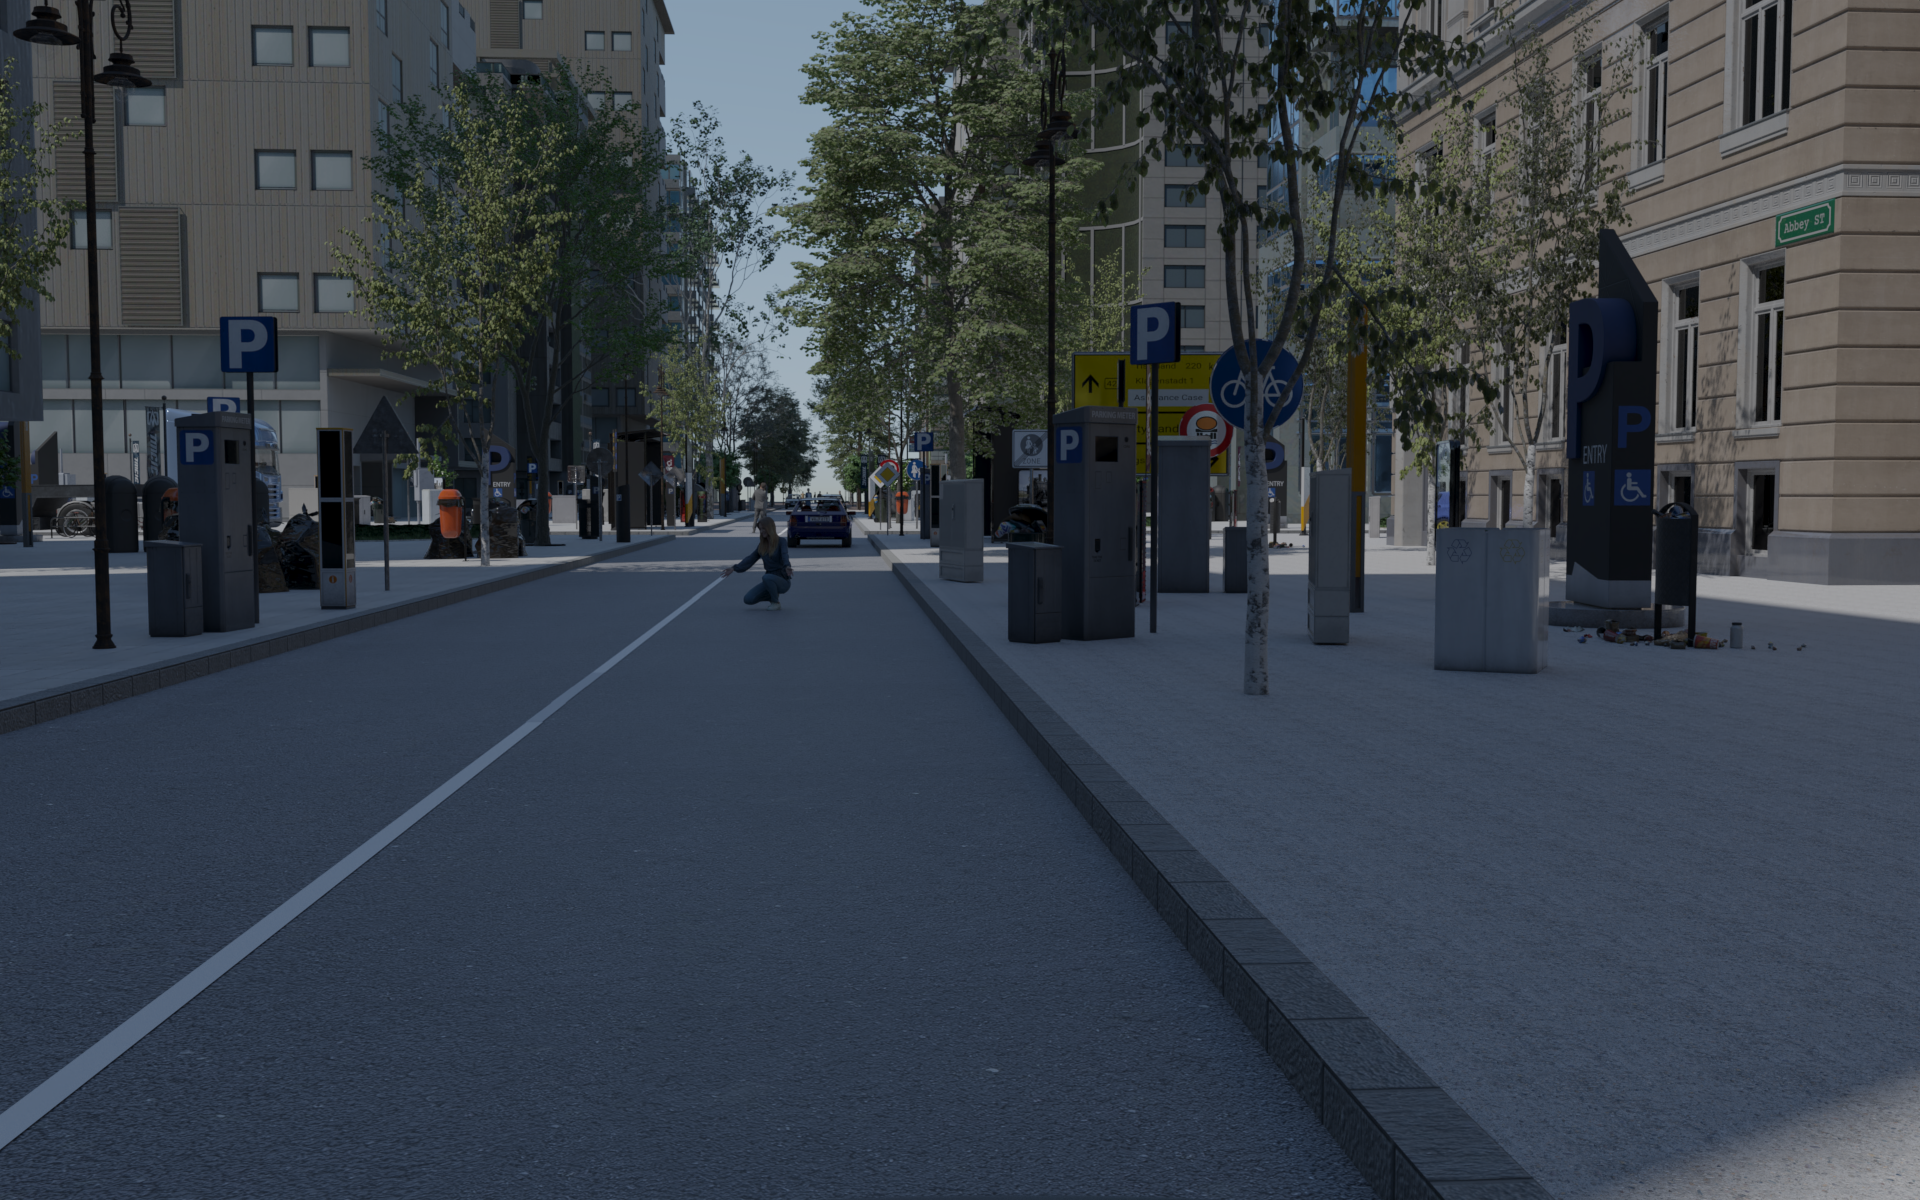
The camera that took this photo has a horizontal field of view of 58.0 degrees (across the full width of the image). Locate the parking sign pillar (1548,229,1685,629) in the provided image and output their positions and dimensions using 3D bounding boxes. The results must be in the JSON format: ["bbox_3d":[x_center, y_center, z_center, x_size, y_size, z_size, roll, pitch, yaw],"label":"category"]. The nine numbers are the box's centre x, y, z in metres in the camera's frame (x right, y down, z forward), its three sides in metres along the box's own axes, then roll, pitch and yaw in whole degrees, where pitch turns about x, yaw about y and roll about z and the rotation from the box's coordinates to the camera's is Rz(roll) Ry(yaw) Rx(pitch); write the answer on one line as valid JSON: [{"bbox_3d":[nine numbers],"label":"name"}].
[{"bbox_3d":[6.411,-1.749,17.066,1.447,3.967,1.447,0,4,2],"label":"parking sign pillar"}]

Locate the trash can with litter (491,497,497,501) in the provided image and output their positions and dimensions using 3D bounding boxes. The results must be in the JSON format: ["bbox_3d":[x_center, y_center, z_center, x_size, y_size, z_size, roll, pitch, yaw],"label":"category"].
[{"bbox_3d":[-17.900,-3.361,66.335,0.624,1.170,1.055,0,4,2],"label":"trash can with litter"}]

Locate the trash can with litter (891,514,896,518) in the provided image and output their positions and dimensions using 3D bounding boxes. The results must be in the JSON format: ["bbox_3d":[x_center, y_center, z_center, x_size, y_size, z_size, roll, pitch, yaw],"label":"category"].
[{"bbox_3d":[-3.608,-4.993,93.022,0.624,1.170,1.055,-2,4,-29],"label":"trash can with litter"}]

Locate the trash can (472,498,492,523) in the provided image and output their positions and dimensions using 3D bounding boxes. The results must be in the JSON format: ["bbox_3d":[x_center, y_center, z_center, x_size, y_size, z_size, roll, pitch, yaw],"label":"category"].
[{"bbox_3d":[-17.729,-3.215,64.218,0.748,1.137,0.748,0,3,0],"label":"trash can"}]

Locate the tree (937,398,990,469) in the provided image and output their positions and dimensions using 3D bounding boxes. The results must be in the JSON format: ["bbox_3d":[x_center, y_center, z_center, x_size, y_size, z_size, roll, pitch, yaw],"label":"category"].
[{"bbox_3d":[0.281,-10.254,118.018,4.737,8.622,4.395,0,3,0],"label":"tree"}]

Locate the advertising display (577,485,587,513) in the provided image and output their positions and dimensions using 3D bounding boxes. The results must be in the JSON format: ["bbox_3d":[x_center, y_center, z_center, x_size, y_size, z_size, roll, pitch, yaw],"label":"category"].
[{"bbox_3d":[-25.944,-6.986,119.432,0.974,1.923,0.123,-1,4,-17],"label":"advertising display"}]

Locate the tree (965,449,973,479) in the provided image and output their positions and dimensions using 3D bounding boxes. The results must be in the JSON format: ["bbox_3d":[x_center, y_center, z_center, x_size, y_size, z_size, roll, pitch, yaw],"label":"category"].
[{"bbox_3d":[1.088,-7.814,111.469,4.285,4.588,4.351,0,3,0],"label":"tree"}]

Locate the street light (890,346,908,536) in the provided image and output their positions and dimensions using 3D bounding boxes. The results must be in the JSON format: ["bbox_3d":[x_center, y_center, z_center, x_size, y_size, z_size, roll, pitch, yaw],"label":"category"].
[{"bbox_3d":[-1.793,-4.907,53.025,0.468,5.910,1.993,0,4,-4],"label":"street light"}]

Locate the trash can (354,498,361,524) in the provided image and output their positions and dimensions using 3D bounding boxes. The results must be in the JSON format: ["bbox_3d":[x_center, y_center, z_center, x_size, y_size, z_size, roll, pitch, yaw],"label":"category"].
[{"bbox_3d":[-22.950,-3.279,65.261,0.748,1.137,0.748,0,3,0],"label":"trash can"}]

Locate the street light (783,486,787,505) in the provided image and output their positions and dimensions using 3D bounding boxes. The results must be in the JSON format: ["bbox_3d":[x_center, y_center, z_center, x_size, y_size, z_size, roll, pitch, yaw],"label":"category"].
[{"bbox_3d":[-22.200,-15.178,220.947,0.468,5.910,1.993,0,4,-4],"label":"street light"}]

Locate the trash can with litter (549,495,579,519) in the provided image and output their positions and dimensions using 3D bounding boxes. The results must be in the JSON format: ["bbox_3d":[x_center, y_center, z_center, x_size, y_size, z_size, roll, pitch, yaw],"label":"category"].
[{"bbox_3d":[-20.934,-4.817,89.807,2.233,1.210,1.678,-2,4,-33],"label":"trash can with litter"}]

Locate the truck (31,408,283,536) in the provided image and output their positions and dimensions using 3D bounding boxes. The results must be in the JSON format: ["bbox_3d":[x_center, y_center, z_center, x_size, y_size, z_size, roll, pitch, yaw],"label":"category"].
[{"bbox_3d":[-30.633,-3.967,54.620,18.799,4.110,2.967,0,4,-6],"label":"truck"}]

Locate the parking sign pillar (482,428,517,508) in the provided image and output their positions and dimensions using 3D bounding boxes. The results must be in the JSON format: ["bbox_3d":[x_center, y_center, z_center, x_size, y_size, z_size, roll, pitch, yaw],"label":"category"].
[{"bbox_3d":[-18.477,-4.948,69.370,1.447,3.967,1.447,0,4,-1],"label":"parking sign pillar"}]

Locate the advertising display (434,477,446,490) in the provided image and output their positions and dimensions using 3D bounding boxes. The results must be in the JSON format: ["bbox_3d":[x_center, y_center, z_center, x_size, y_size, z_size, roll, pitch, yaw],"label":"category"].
[{"bbox_3d":[-19.516,-3.630,64.572,0.974,1.923,0.123,3,4,37],"label":"advertising display"}]

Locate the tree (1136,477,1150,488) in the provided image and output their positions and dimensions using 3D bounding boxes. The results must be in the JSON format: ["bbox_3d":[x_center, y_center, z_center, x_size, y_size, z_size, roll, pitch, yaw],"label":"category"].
[{"bbox_3d":[8.737,-5.567,85.614,1.663,3.219,1.824,0,3,0],"label":"tree"}]

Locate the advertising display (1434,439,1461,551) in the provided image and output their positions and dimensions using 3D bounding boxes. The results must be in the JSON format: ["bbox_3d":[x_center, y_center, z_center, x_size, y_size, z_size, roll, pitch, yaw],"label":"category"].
[{"bbox_3d":[5.868,-0.959,20.887,0.123,1.923,0.974,0,4,5],"label":"advertising display"}]

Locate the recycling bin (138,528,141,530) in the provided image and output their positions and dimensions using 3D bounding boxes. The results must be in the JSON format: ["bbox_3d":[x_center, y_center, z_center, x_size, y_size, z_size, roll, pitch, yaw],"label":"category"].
[{"bbox_3d":[-29.331,-3.072,62.786,0.722,1.027,0.722,1,4,21],"label":"recycling bin"}]

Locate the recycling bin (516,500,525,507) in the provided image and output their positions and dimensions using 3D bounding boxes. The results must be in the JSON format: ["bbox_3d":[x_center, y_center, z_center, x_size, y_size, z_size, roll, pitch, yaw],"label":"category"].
[{"bbox_3d":[-19.630,-3.967,77.419,0.722,1.027,0.722,-2,4,-30],"label":"recycling bin"}]

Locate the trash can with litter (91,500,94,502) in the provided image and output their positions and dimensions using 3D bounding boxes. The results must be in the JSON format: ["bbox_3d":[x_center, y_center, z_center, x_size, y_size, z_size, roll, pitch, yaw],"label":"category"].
[{"bbox_3d":[-34.120,-3.460,67.966,0.624,1.170,1.055,3,5,42],"label":"trash can with litter"}]

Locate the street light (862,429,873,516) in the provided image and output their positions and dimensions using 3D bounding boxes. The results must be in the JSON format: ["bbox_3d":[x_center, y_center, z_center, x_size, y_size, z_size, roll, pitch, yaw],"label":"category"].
[{"bbox_3d":[-5.249,-7.794,100.224,0.468,5.910,1.993,0,4,-4],"label":"street light"}]

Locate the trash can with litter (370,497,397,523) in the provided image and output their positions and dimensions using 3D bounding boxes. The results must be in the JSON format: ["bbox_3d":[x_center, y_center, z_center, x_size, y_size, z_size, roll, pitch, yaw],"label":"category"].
[{"bbox_3d":[-25.119,-3.918,75.451,0.624,1.170,1.055,3,4,38],"label":"trash can with litter"}]

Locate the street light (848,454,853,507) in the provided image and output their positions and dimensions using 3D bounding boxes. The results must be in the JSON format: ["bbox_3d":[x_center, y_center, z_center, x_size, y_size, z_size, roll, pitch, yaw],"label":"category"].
[{"bbox_3d":[-10.919,-12.452,176.384,0.468,5.910,1.993,0,4,-4],"label":"street light"}]

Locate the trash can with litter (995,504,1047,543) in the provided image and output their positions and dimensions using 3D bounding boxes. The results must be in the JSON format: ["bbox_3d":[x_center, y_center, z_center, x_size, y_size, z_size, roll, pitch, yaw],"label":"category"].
[{"bbox_3d":[0.910,-0.528,20.022,0.624,1.170,1.055,2,4,30],"label":"trash can with litter"}]

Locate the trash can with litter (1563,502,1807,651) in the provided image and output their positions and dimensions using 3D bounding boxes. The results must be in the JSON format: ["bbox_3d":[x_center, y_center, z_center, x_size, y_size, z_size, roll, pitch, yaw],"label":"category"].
[{"bbox_3d":[6.119,-0.248,15.116,1.678,1.210,2.233,-1,4,-10],"label":"trash can with litter"}]

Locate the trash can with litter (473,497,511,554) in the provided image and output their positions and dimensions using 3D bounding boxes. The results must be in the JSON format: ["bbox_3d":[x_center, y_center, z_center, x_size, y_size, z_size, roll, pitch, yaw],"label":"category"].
[{"bbox_3d":[-10.424,-1.622,37.579,2.233,1.210,1.678,-2,4,-30],"label":"trash can with litter"}]

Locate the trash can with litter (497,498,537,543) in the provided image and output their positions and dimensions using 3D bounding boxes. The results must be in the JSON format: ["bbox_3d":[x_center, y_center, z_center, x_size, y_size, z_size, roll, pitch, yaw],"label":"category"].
[{"bbox_3d":[-11.385,-2.057,45.012,1.055,1.170,0.624,3,5,41],"label":"trash can with litter"}]

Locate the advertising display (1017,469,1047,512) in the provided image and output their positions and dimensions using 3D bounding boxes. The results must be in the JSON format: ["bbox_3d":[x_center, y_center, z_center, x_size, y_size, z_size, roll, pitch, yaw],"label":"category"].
[{"bbox_3d":[1.949,-2.399,44.430,0.974,1.923,0.123,1,4,22],"label":"advertising display"}]

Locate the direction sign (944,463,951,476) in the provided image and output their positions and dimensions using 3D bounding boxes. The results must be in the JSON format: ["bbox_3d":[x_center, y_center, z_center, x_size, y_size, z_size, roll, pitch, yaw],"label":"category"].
[{"bbox_3d":[-0.744,-8.170,125.571,0.876,3.537,0.379,1,4,14],"label":"direction sign"}]

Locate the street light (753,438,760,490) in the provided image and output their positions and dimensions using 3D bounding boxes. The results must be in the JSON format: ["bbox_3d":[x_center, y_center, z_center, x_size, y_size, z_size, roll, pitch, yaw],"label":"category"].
[{"bbox_3d":[-16.149,-10.080,137.603,0.468,5.910,1.993,0,4,-4],"label":"street light"}]

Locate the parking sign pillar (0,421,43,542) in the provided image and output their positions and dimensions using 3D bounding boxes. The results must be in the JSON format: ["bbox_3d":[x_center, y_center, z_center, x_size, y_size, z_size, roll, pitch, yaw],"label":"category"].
[{"bbox_3d":[-25.406,-3.539,46.331,1.447,3.967,1.447,-1,4,-21],"label":"parking sign pillar"}]

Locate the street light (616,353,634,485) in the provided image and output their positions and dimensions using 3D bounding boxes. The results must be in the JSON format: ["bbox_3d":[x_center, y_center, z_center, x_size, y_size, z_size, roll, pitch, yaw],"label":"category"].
[{"bbox_3d":[-9.667,-4.735,50.204,0.468,5.910,1.993,0,4,-4],"label":"street light"}]

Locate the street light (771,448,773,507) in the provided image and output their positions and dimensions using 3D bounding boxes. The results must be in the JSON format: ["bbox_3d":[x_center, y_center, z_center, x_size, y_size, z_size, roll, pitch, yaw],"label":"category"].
[{"bbox_3d":[-18.781,-12.238,172.874,0.468,5.910,1.993,0,4,-4],"label":"street light"}]

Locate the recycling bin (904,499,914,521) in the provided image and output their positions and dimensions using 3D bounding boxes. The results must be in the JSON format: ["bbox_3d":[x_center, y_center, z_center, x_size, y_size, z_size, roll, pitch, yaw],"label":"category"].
[{"bbox_3d":[-2.575,-4.234,81.780,0.722,1.027,0.722,0,4,6],"label":"recycling bin"}]

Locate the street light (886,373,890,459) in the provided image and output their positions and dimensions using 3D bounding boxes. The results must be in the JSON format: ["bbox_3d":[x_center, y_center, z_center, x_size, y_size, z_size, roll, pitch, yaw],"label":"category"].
[{"bbox_3d":[-2.647,-5.643,65.051,0.468,5.910,1.993,0,4,-4],"label":"street light"}]

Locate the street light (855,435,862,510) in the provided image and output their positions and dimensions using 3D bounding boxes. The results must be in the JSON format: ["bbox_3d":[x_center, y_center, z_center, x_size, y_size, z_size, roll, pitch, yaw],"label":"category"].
[{"bbox_3d":[-7.830,-9.946,135.398,0.468,5.910,1.993,0,4,-4],"label":"street light"}]

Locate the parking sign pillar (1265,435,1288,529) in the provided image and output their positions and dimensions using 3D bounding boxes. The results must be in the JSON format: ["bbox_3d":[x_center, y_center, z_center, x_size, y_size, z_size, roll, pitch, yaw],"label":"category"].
[{"bbox_3d":[11.520,-4.656,64.601,1.447,3.967,1.447,-1,4,-11],"label":"parking sign pillar"}]

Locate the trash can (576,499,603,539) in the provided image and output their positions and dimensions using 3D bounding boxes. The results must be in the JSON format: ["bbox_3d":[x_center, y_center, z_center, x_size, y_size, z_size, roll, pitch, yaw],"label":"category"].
[{"bbox_3d":[-10.542,-2.301,49.281,0.748,1.137,0.748,0,3,0],"label":"trash can"}]

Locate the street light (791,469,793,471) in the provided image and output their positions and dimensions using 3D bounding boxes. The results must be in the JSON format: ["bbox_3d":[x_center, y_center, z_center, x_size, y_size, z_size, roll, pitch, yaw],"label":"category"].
[{"bbox_3d":[-24.893,-17.356,256.553,0.468,5.910,1.993,0,4,-4],"label":"street light"}]

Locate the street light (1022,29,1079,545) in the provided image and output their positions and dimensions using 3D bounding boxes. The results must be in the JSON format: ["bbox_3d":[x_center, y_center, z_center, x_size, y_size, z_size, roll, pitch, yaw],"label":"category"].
[{"bbox_3d":[0.946,-2.757,17.862,0.468,5.910,1.993,0,4,-4],"label":"street light"}]

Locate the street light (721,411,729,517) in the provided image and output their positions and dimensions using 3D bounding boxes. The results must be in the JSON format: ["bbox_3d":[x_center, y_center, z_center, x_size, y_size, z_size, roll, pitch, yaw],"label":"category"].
[{"bbox_3d":[-13.074,-7.562,96.429,0.468,5.910,1.993,0,4,-4],"label":"street light"}]

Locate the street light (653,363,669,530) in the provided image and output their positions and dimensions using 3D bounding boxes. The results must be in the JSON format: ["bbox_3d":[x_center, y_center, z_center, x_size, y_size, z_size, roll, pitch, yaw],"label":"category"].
[{"bbox_3d":[-10.537,-5.411,61.251,0.468,5.910,1.993,0,4,-4],"label":"street light"}]

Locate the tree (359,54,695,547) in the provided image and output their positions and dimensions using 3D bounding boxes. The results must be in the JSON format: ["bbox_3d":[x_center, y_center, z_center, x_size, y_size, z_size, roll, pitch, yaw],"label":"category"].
[{"bbox_3d":[-10.341,-7.122,42.208,9.928,11.665,9.643,0,3,0],"label":"tree"}]

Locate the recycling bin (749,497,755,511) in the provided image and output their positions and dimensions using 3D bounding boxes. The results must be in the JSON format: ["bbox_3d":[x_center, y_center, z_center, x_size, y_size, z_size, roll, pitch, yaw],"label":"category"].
[{"bbox_3d":[-15.423,-7.215,130.524,0.722,1.027,0.722,2,4,33],"label":"recycling bin"}]

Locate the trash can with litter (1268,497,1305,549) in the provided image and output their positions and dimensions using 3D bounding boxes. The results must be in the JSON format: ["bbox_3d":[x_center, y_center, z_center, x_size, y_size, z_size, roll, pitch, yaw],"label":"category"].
[{"bbox_3d":[7.464,-1.876,41.727,1.678,1.210,2.233,1,4,13],"label":"trash can with litter"}]

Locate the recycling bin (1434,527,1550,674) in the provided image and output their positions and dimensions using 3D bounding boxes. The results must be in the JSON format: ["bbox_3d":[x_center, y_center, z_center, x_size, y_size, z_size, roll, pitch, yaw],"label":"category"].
[{"bbox_3d":[3.925,-0.013,12.761,0.722,1.027,0.722,2,4,25],"label":"recycling bin"}]

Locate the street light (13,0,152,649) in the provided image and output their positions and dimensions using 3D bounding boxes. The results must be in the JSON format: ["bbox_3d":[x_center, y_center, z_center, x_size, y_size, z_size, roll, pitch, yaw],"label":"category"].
[{"bbox_3d":[-7.114,-2.534,14.220,0.468,5.910,1.993,0,4,-4],"label":"street light"}]

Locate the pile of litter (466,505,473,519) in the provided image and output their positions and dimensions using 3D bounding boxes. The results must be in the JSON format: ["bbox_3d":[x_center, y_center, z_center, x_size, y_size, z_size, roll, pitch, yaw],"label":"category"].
[{"bbox_3d":[-24.585,-4.508,87.678,1.719,0.858,1.176,2,4,23],"label":"pile of litter"}]

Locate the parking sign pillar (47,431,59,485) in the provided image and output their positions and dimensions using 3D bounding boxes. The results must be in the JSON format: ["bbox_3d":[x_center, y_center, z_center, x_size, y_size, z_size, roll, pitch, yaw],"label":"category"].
[{"bbox_3d":[-38.987,-5.216,73.752,1.447,3.967,1.447,1,4,8],"label":"parking sign pillar"}]
